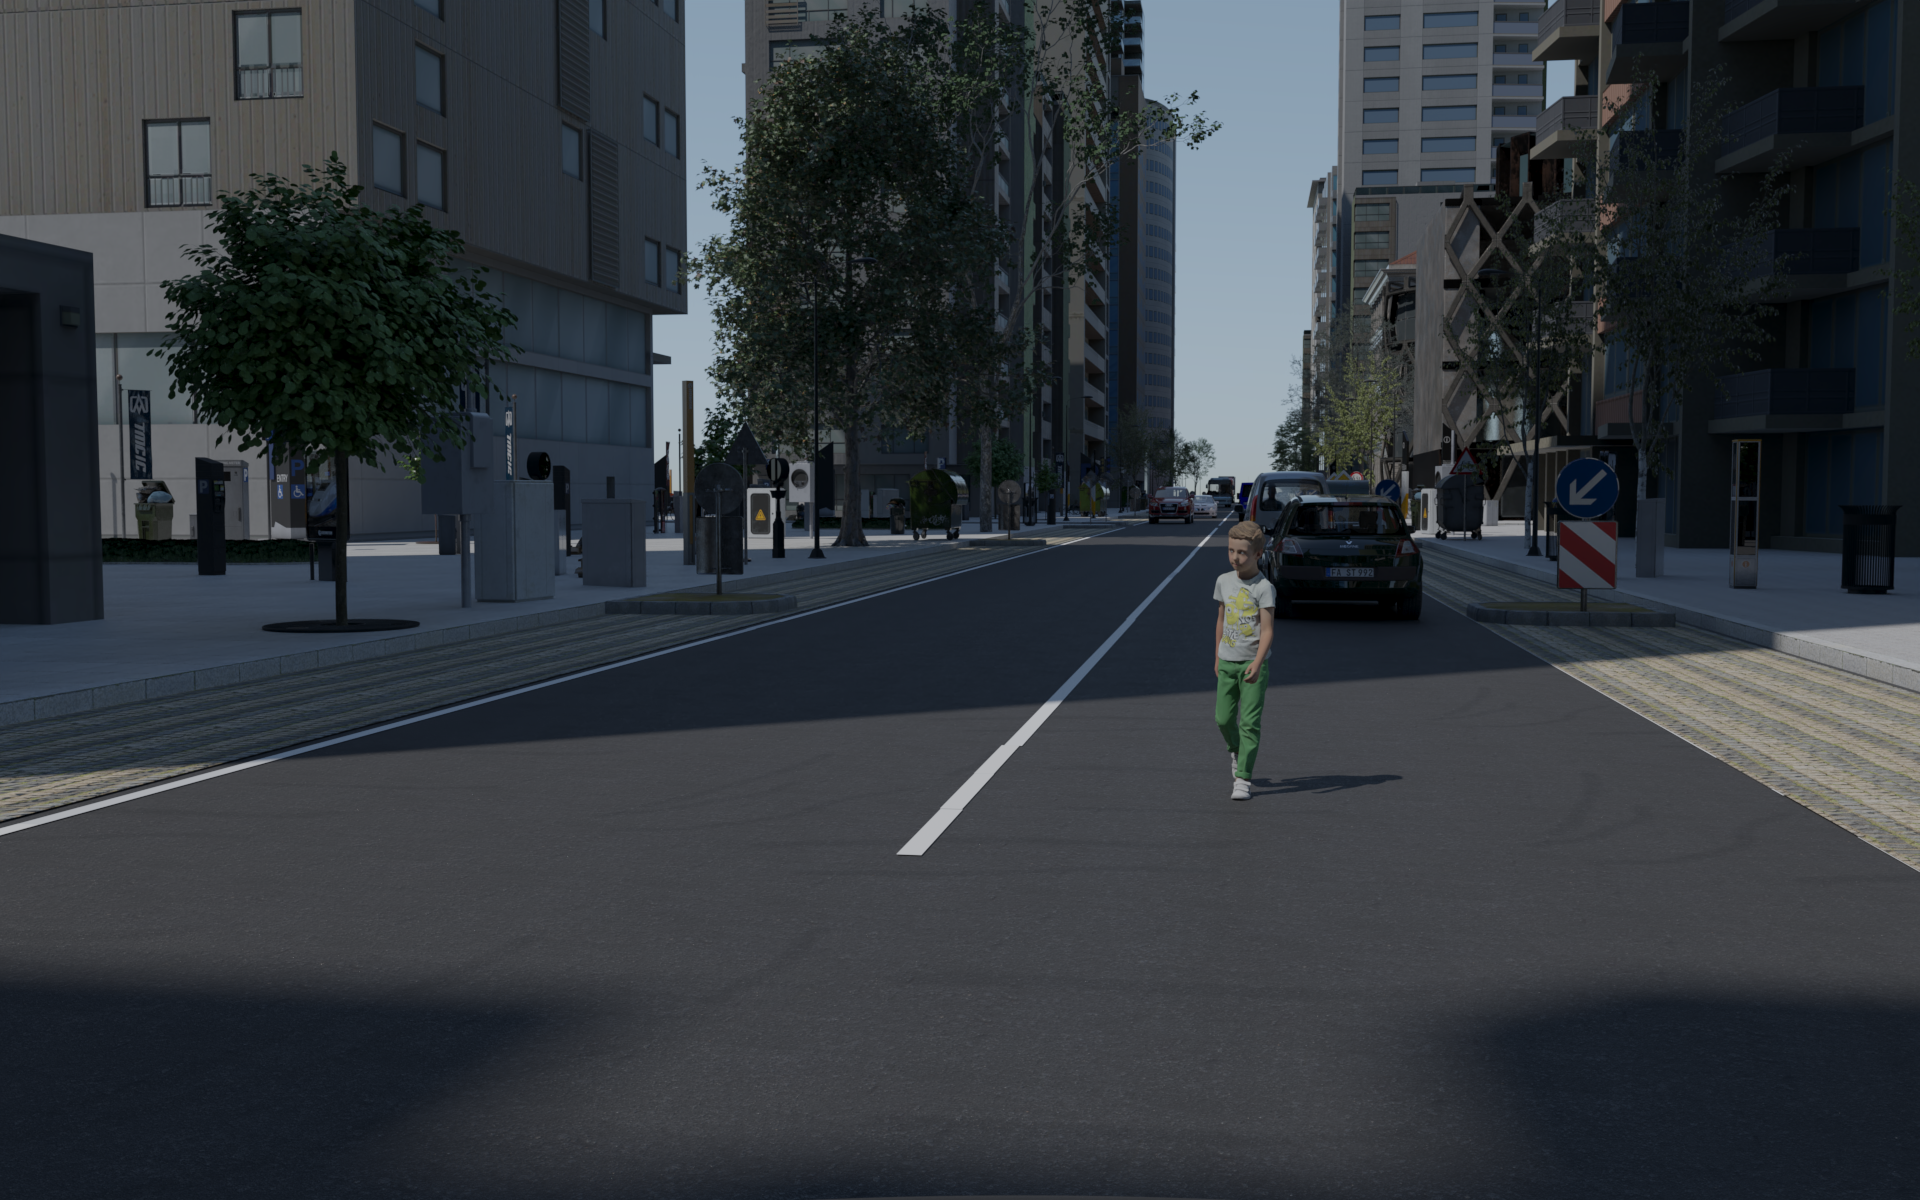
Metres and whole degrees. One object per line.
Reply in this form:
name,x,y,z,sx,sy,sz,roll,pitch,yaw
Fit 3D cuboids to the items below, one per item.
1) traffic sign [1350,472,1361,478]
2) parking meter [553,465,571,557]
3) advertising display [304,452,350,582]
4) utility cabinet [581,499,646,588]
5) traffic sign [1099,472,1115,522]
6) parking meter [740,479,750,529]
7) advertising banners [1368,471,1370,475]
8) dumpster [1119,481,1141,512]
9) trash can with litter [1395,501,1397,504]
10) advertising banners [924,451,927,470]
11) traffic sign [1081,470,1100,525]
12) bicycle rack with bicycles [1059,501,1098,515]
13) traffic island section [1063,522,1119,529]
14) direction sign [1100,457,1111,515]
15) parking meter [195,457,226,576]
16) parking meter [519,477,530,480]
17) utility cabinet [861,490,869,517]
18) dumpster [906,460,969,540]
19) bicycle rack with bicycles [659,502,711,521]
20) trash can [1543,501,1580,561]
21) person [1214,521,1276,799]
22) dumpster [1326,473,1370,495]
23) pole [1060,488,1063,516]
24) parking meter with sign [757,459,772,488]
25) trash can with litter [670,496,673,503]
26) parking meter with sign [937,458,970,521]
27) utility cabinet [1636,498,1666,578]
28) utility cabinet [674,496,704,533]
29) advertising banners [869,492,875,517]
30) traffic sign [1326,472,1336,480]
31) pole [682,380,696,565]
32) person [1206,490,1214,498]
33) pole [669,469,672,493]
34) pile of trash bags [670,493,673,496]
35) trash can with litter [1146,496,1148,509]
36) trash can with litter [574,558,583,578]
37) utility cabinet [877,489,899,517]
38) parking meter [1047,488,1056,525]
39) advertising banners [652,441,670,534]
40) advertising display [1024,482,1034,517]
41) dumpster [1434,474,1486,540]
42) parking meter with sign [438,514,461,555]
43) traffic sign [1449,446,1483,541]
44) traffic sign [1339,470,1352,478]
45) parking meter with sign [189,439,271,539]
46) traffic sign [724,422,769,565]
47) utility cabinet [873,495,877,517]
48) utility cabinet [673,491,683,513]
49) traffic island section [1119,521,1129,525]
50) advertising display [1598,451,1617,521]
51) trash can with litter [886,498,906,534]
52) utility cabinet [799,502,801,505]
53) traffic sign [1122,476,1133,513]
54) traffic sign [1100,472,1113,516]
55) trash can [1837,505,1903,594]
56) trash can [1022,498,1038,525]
traffic sign,22.499,-6.009,98.358,0.768,2.556,0.104,1,4,17
parking meter,-8.174,-1.826,35.568,0.255,1.863,0.399,0,4,7
advertising display,-9.317,-1.241,25.505,0.974,1.923,0.123,3,4,38
utility cabinet,-4.816,-0.793,24.121,1.020,1.237,0.306,3,4,36
traffic sign,6.794,-4.696,80.424,0.795,2.450,0.064,1,4,9
parking meter,-7.828,-3.513,63.154,0.399,1.863,0.255,-1,4,-10
advertising banners,30.385,-8.150,129.434,0.090,3.025,2.074,2,4,26
dumpster,12.486,-7.635,127.325,1.502,2.255,1.985,1,4,9
trash can with litter,23.281,-4.998,93.108,0.624,1.170,1.055,3,5,43
advertising banners,-1.536,-4.517,70.049,0.090,3.025,2.074,1,4,11
traffic sign,5.479,-4.214,72.548,0.795,2.450,0.064,1,4,9
bicycle rack with bicycles,7.633,-5.776,107.815,2.925,0.926,2.852,0,4,-2
traffic island section,5.455,-3.078,72.613,2.009,0.180,2.903,1,4,9
direction sign,8.803,-6.911,104.993,0.379,3.537,0.876,-3,4,-39
parking meter,-11.836,-1.325,27.375,0.399,1.863,0.255,1,4,22
parking meter,-6.367,-1.064,25.801,0.372,1.533,0.369,0,3,0
utility cabinet,-5.078,-4.698,85.486,1.173,1.500,0.318,-2,4,-32
dumpster,-0.649,-2.819,48.577,1.502,2.255,1.985,1,4,9
bicycle rack with bicycles,-12.993,-4.331,84.193,2.925,0.926,2.852,3,5,44
trash can,11.539,-1.315,33.160,0.748,1.137,0.748,0,3,0
person,1.367,0.271,8.325,0.306,1.304,0.590,1,4,16
dumpster,15.149,-3.880,68.388,1.985,2.255,1.502,1,4,10
pole,5.907,-6.531,100.631,0.158,3.312,0.155,0,3,0
parking meter with sign,-9.855,-5.558,87.134,0.543,3.016,1.738,-2,4,-31
trash can with litter,-20.183,-7.128,127.601,2.233,1.210,1.678,2,4,34
parking meter with sign,-0.285,-5.329,83.397,0.543,3.016,1.738,3,5,44
utility cabinet,10.765,-0.969,27.009,0.306,1.237,1.020,2,4,29
utility cabinet,-8.986,-2.831,57.446,0.306,1.237,1.020,3,5,44
advertising banners,-4.912,-5.707,89.493,0.090,3.025,2.074,2,4,27
traffic sign,16.994,-4.591,78.708,0.795,2.450,0.064,1,4,9
pole,-4.887,-2.284,31.189,0.158,3.312,0.155,0,3,0
person,26.082,-10.592,181.642,0.705,1.831,1.348,-3,5,-45
pole,-23.892,-9.126,143.048,0.158,3.312,0.155,0,3,0
pile of trash bags,-24.311,-7.809,137.435,3.447,1.369,1.912,-2,4,-30
trash can with litter,15.977,-8.392,148.602,0.624,1.170,1.055,0,4,-6
trash can with litter,-5.496,-0.947,26.876,0.624,1.170,1.055,1,4,20
utility cabinet,-2.955,-3.838,71.432,0.318,1.500,1.173,2,4,32
parking meter,3.808,-3.901,72.186,0.372,1.533,0.369,0,3,0
advertising banners,-9.770,-3.709,56.824,0.090,3.025,2.074,0,4,6
advertising display,3.843,-5.586,96.547,0.123,1.923,0.974,2,4,32
dumpster,14.084,-2.631,48.768,1.264,1.857,1.865,1,4,9
parking meter with sign,-10.925,-2.502,37.162,0.543,3.016,1.738,-1,4,-12
traffic sign,13.729,-2.877,47.035,0.884,2.594,0.081,1,4,18
traffic sign,15.680,-4.109,70.831,0.795,2.450,0.064,1,4,9
parking meter with sign,-16.355,-2.603,38.827,1.738,3.016,0.543,0,4,-5
traffic sign,-3.883,-1.918,31.355,0.884,2.594,0.081,1,4,16
utility cabinet,-3.747,-4.321,81.807,0.306,1.237,1.020,-2,4,-28
utility cabinet,-18.007,-6.238,110.674,0.318,1.500,1.173,0,4,6
traffic island section,6.769,-3.560,80.490,2.009,0.180,2.903,1,4,9
advertising display,9.833,-1.290,26.310,0.123,1.923,0.974,2,4,28
trash can with litter,-2.028,-2.688,55.343,0.624,1.170,1.055,0,4,1
utility cabinet,-8.046,-4.927,91.714,1.020,1.237,0.306,2,4,30
traffic sign,11.613,-7.324,119.855,0.768,2.556,0.104,1,4,12
traffic sign,8.558,-6.204,101.535,0.768,2.556,0.104,1,4,12
trash can,11.707,-0.652,22.316,0.748,1.137,0.748,0,3,0
trash can,2.884,-3.657,71.443,0.748,1.137,0.748,0,3,0
